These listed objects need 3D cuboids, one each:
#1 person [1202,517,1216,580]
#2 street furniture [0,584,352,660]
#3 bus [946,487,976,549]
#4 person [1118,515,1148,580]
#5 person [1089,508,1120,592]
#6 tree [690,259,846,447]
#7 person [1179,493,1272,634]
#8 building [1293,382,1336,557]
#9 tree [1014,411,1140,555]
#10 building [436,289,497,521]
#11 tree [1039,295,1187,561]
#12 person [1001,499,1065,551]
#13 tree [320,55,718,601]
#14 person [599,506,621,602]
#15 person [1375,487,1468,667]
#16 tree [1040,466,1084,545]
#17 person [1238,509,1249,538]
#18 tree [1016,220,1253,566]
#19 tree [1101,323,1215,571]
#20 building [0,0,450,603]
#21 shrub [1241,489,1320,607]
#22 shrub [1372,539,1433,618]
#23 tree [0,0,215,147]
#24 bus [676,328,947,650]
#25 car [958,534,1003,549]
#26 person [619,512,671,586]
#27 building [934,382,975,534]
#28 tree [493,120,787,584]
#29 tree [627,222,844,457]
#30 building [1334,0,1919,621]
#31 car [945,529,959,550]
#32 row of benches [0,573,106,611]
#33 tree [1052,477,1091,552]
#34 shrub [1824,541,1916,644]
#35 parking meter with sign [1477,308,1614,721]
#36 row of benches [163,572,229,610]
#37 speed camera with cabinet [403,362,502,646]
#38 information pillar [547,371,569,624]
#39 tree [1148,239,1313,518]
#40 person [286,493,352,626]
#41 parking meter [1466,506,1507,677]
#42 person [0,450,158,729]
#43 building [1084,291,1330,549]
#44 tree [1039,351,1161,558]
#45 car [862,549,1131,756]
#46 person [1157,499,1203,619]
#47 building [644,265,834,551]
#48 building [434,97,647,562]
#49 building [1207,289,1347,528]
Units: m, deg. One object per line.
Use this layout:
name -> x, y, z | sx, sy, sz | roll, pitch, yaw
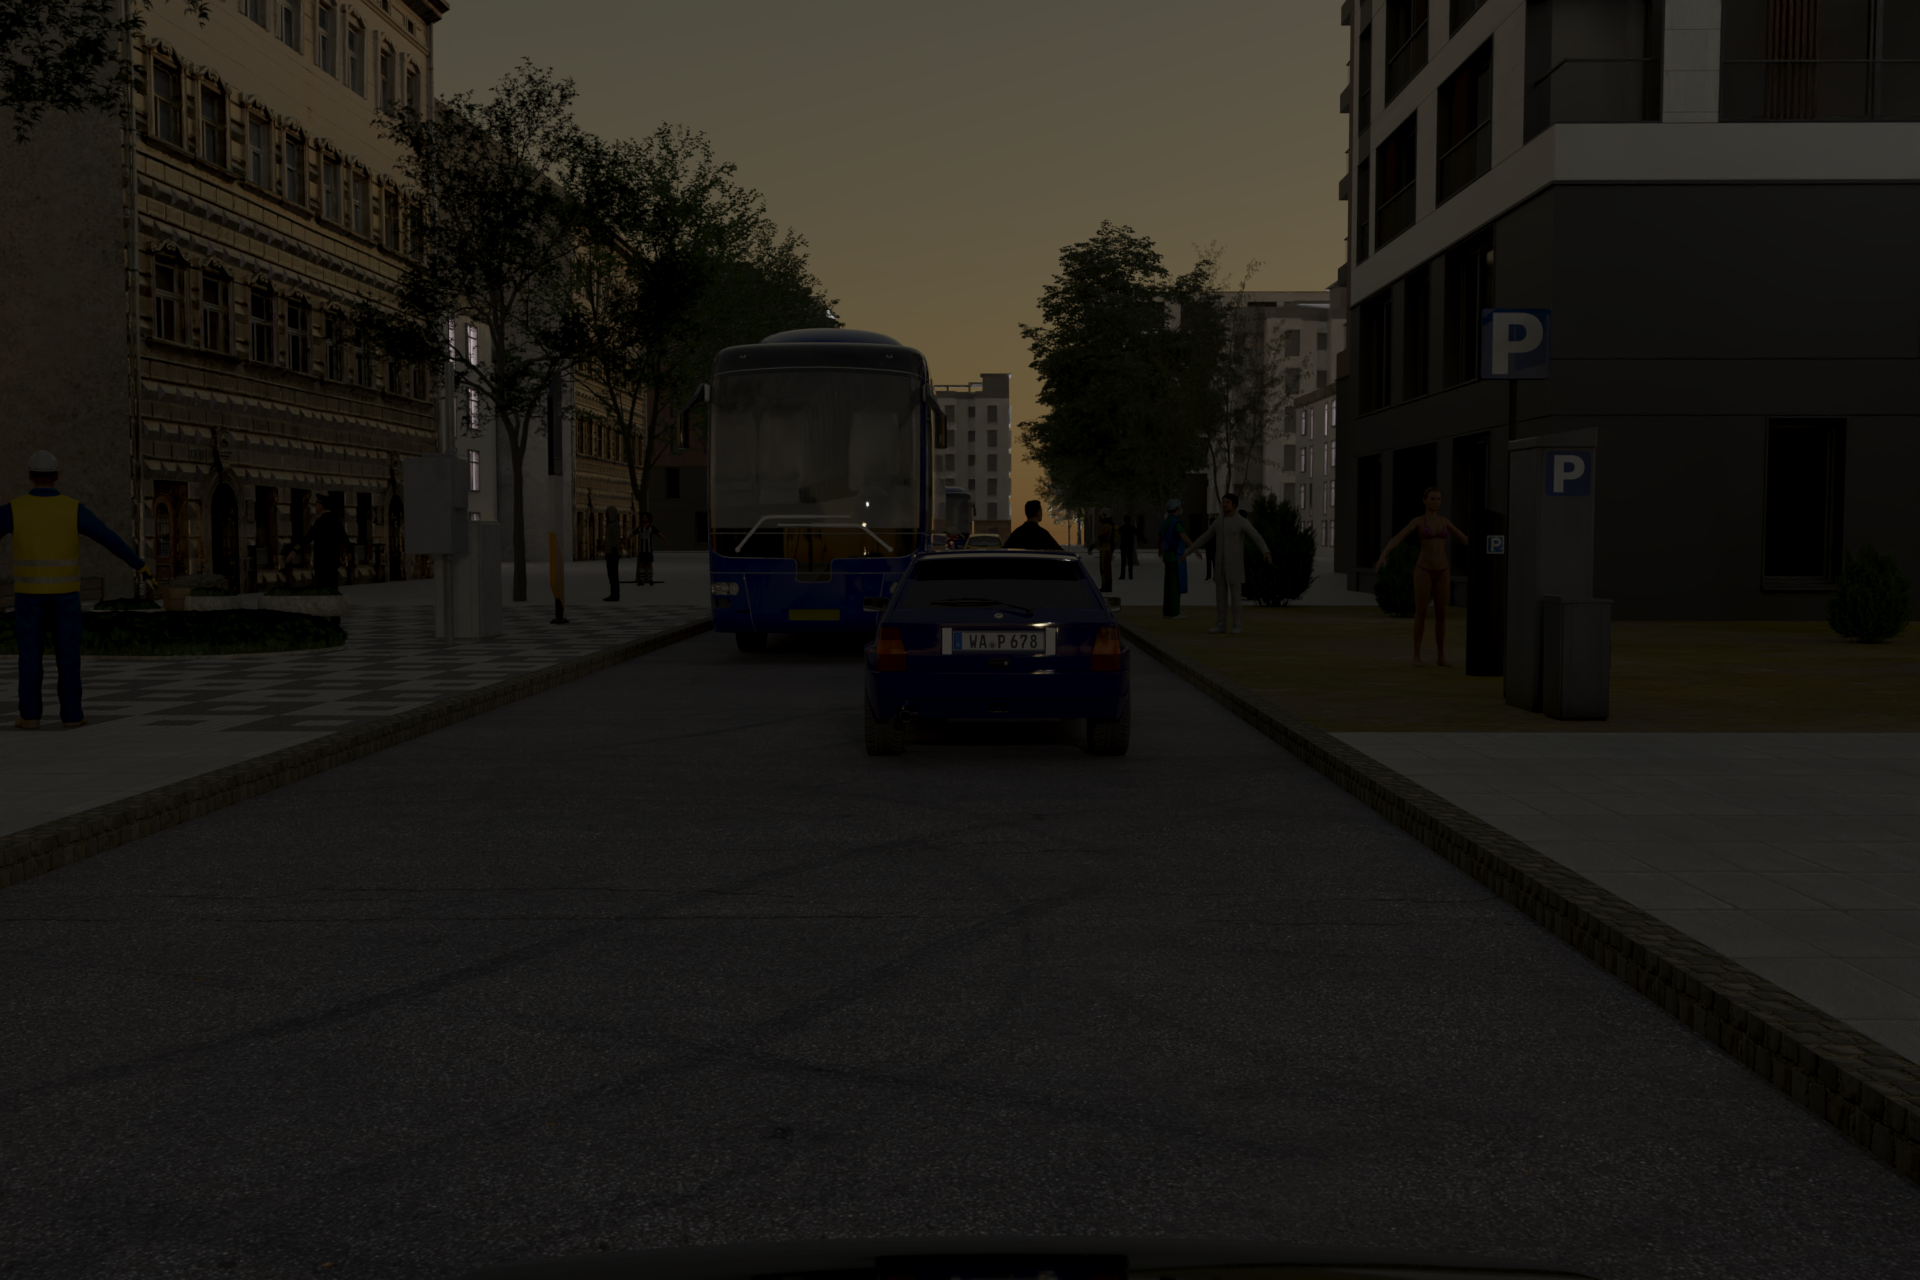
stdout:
person -> 6.922, -2.522, 47.951 | 1.216, 1.740, 0.721 | -2, 4, -32
street furniture -> -11.927, -0.240, 19.557 | 10.072, 0.657, 5.734 | 0, 4, -6
bus -> -0.580, -6.223, 93.287 | 2.896, 3.916, 12.251 | 0, 4, 0
person -> 4.699, -2.612, 48.898 | 1.347, 1.806, 0.705 | -1, 4, -13
person -> 3.195, -1.985, 38.220 | 0.705, 1.858, 1.354 | 2, 4, 26
tree -> -8.017, -10.564, 79.375 | 9.857, 13.997, 8.962 | 0, 3, 0
person -> 3.448, -0.985, 22.289 | 1.347, 1.806, 0.705 | 3, 5, 39
building -> 25.255, -9.274, 93.776 | 9.099, 9.664, 28.070 | 0, 3, 0
tree -> 7.731, -10.492, 105.958 | 7.601, 10.594, 8.767 | 3, 5, 42
building -> -21.884, -7.506, 64.877 | 9.099, 9.664, 28.070 | 0, 4, 1
tree -> 7.363, -10.035, 82.204 | 7.486, 12.596, 7.792 | 0, 3, 0
person -> 0.829, -0.646, 19.163 | 1.346, 1.812, 0.704 | 3, 5, 43
tree -> -8.265, -6.037, 33.116 | 8.767, 10.594, 7.601 | 1, 4, 22
person -> -6.665, -1.648, 33.079 | 0.705, 1.813, 1.348 | -1, 4, -22
person -> 4.587, -0.608, 16.738 | 1.217, 1.733, 0.721 | 0, 4, -8
tree -> 14.310, -18.314, 206.090 | 9.857, 13.997, 8.962 | 0, 3, 0
person -> 6.050, -1.909, 37.345 | 0.704, 1.812, 1.346 | 2, 4, 31
tree -> 6.927, -9.996, 70.092 | 9.857, 13.997, 8.962 | 0, 3, 0
tree -> 7.212, -6.726, 60.329 | 4.360, 8.622, 3.978 | 0, 3, 0
building -> -24.460, -12.842, 40.891 | 19.493, 23.208, 18.063 | 0, 4, 1
shrub -> 5.513, -1.628, 30.652 | 1.661, 2.075, 1.752 | 0, 3, 0
shrub -> 6.830, -0.951, 26.660 | 1.383, 1.207, 1.383 | 0, 3, 0
tree -> -8.394, -4.652, 10.467 | 8.767, 10.594, 7.601 | 1, 4, 18
bus -> -1.548, -2.018, 24.541 | 2.896, 3.916, 12.251 | 0, 4, 0
car -> 0.927, -3.444, 66.526 | 2.015, 1.641, 3.980 | 0, 3, 0
person -> -7.799, -2.252, 42.970 | 1.345, 1.843, 0.704 | 0, 4, 8
building -> -5.108, -21.399, 208.747 | 11.380, 20.090, 16.016 | 0, 4, 7
tree -> -8.349, -7.281, 44.793 | 9.928, 11.665, 9.643 | 0, 3, 0
tree -> -7.659, -8.069, 57.685 | 9.928, 11.665, 9.643 | 0, 3, 0
building -> 22.770, -12.044, 40.889 | 27.936, 21.610, 32.646 | 0, 4, 1
car -> -1.167, -2.464, 48.954 | 2.281, 1.827, 5.304 | 0, 4, 1
row of benches -> -14.655, -0.727, 27.354 | 1.422, 0.672, 4.104 | 0, 4, -5
tree -> 7.325, -10.253, 117.994 | 4.360, 8.622, 3.978 | 0, 3, 0
shrub -> 10.689, -0.565, 20.352 | 1.383, 1.207, 1.383 | 0, 3, 0
parking meter with sign -> 4.295, -1.002, 12.642 | 0.543, 3.016, 1.738 | 0, 4, -1
row of benches -> -11.616, -0.672, 26.447 | 1.422, 0.672, 4.104 | -1, 4, -19
speed camera with cabinet -> -6.048, -1.612, 20.687 | 0.660, 3.252, 2.038 | 0, 4, 1
information pillar -> -5.756, -2.039, 24.686 | 0.183, 3.616, 0.504 | 0, 4, 2
tree -> 6.657, -5.713, 43.770 | 4.360, 8.622, 3.978 | 0, 3, 0
person -> -8.700, -1.086, 23.699 | 0.705, 1.837, 1.347 | 1, 4, 16
parking meter -> 4.792, -0.446, 15.707 | 0.372, 1.533, 0.369 | 0, 3, 0
person -> -6.058, -0.338, 11.494 | 1.349, 1.833, 0.705 | -2, 4, -29
building -> 25.421, -19.469, 162.296 | 27.936, 21.610, 32.646 | 0, 4, 0
tree -> 7.897, -10.247, 93.290 | 9.928, 11.665, 9.643 | 0, 3, 0
car -> 0.239, 0.002, 12.546 | 1.945, 1.354, 3.894 | 0, 3, 0
person -> 3.268, -1.230, 26.245 | 0.704, 1.817, 1.347 | -1, 4, -20
building -> -25.973, -18.536, 147.035 | 27.936, 21.610, 32.646 | 0, 4, 1
building -> -26.864, -15.710, 87.783 | 19.493, 23.208, 18.063 | 0, 4, 0
building -> 25.494, -17.415, 141.162 | 16.016, 20.090, 11.380 | 0, 4, 1
